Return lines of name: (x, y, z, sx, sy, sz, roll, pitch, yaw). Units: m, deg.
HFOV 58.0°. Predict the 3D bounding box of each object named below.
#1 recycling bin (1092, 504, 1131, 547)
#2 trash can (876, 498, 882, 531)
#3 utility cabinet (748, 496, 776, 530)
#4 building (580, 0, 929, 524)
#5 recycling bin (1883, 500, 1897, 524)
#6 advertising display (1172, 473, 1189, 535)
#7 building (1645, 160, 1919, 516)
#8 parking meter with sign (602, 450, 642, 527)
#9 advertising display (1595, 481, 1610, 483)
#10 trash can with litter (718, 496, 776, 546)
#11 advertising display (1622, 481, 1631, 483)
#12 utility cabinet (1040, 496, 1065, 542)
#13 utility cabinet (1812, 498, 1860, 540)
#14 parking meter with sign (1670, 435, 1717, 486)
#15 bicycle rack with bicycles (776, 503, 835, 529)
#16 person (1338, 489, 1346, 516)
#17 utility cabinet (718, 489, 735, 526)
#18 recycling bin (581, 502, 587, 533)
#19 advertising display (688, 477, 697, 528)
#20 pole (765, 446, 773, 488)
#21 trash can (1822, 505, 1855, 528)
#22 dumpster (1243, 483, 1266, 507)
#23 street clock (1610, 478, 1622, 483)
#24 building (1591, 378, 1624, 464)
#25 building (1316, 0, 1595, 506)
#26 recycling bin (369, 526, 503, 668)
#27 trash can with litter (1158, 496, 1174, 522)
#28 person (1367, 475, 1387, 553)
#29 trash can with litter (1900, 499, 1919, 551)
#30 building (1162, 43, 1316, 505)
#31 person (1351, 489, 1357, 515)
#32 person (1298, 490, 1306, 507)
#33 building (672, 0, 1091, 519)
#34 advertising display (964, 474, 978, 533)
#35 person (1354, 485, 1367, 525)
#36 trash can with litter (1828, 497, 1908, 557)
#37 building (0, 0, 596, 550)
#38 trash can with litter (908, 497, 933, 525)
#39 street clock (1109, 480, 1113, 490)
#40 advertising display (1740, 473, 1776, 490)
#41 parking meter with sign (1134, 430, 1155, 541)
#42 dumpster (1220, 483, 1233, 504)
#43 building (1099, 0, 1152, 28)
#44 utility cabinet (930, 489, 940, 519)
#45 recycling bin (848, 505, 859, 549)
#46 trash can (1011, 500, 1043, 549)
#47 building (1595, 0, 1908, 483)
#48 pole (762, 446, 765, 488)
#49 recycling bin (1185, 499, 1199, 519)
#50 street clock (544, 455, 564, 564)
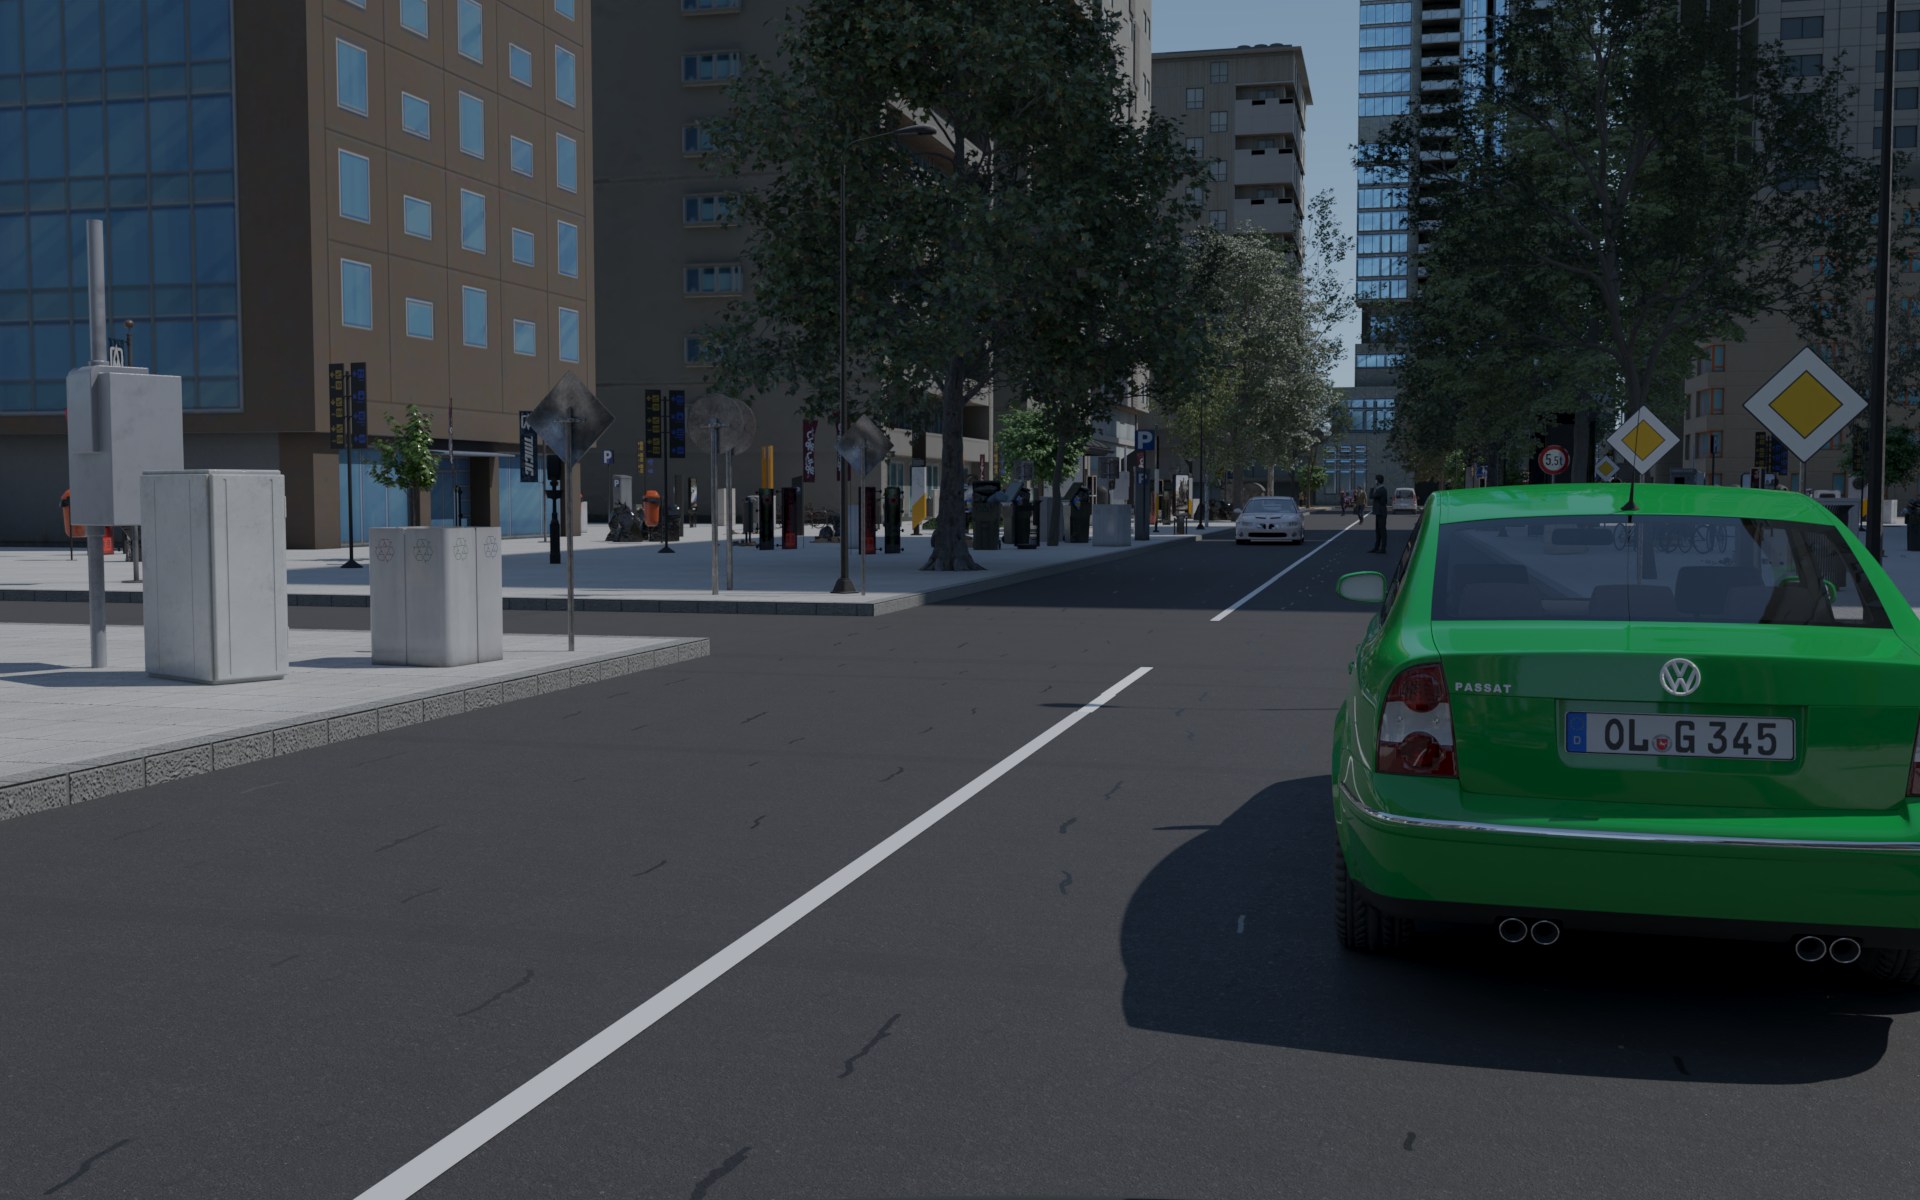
recycling bin: (3.732, -1.836, 42.568, 0.722, 1.027, 0.722, 3, 4, 38)
trash can: (-3.055, -2.932, 59.589, 0.748, 1.137, 0.748, 0, 3, 0)
utility cabinet: (-7.091, -3.102, 61.881, 1.020, 1.237, 0.306, 2, 4, 26)
building: (-11.105, -28.213, 84.988, 21.300, 48.544, 21.600, 1, 4, 14)
recycling bin: (40.031, -3.815, 74.929, 0.722, 1.027, 0.722, -3, 5, -43)
advertising display: (6.925, -3.006, 54.359, 0.123, 1.923, 0.974, 2, 4, 33)
building: (60.630, -16.304, 111.604, 27.650, 21.520, 28.899, 1, 4, 14)
parking meter with sign: (-13.420, -4.449, 68.999, 0.543, 3.016, 1.738, 2, 4, 32)
advertising display: (31.812, -4.950, 86.139, 0.974, 1.923, 0.123, 0, 4, 1)
trash can with litter: (-5.249, -1.966, 43.207, 1.678, 1.210, 2.233, -1, 4, -17)
advertising display: (33.857, -5.082, 88.297, 0.974, 1.923, 0.123, 0, 4, 1)
utility cabinet: (2.606, -2.187, 46.916, 0.306, 1.237, 1.020, 3, 5, 44)
utility cabinet: (14.227, -1.064, 28.558, 1.020, 1.237, 0.306, 1, 4, 13)
parking meter with sign: (21.589, -3.392, 51.715, 1.738, 3.016, 0.543, 2, 4, 33)
bicycle rack with bicycles: (-6.385, -3.429, 69.440, 2.925, 0.926, 2.852, 0, 4, -4)
person: (24.868, -6.354, 112.830, 0.568, 1.767, 0.683, -1, 4, -19)
utility cabinet: (-9.411, -3.729, 69.654, 0.318, 1.500, 1.173, 1, 4, 15)
recycling bin: (-12.779, -2.723, 57.076, 0.722, 1.027, 0.722, 2, 4, 24)
advertising display: (-10.201, -3.724, 66.102, 0.123, 1.923, 0.974, 0, 4, 5)
pole: (-7.999, -4.850, 73.138, 0.158, 3.312, 0.155, 0, 3, 0)
trash can: (11.436, -0.693, 22.984, 0.748, 1.137, 0.748, 0, 3, 0)
dumpster: (14.924, -5.061, 88.501, 1.264, 1.857, 1.865, 1, 4, 14)
street clock: (29.777, -4.529, 78.616, 0.471, 2.002, 0.358, 3, 4, 38)
building: (86.951, -53.494, 187.294, 31.000, 86.520, 22.319, 1, 4, 14)
building: (56.735, -53.918, 194.238, 31.000, 86.520, 22.319, 1, 4, 14)
recycling bin: (-3.984, -0.039, 13.195, 0.722, 1.027, 0.722, 1, 4, 21)
trash can with litter: (9.748, -4.231, 80.226, 1.678, 1.210, 2.233, 2, 4, 33)
person: (10.100, -2.081, 41.887, 0.474, 1.900, 0.648, 1, 4, 12)
trash can with litter: (21.748, -1.680, 38.863, 1.055, 1.170, 0.624, 0, 4, 4)
building: (29.330, -37.734, 206.191, 27.495, 52.752, 28.713, 1, 4, 14)
person: (27.369, -6.758, 119.507, 1.217, 1.766, 0.721, -3, 5, -41)
person: (34.362, -10.130, 174.214, 0.705, 1.812, 1.348, -2, 4, -28)
building: (-3.919, -29.785, 110.683, 21.300, 48.544, 21.600, 1, 4, 14)
advertising display: (0.108, -3.131, 56.399, 0.974, 1.923, 0.123, -1, 4, -9)
person: (18.763, -4.450, 81.164, 0.656, 1.842, 0.836, 1, 4, 21)
trash can with litter: (18.335, -1.514, 35.806, 1.678, 1.210, 2.233, -3, 5, -42)
building: (-19.536, -24.245, 46.510, 14.600, 45.320, 14.200, 1, 4, 14)
trash can with litter: (-1.011, -3.756, 72.461, 2.233, 1.210, 1.678, 0, 4, 4)
street clock: (7.669, -5.120, 88.274, 0.358, 2.002, 0.471, 2, 4, 26)
advertising display: (24.042, -2.875, 52.217, 0.974, 1.923, 0.123, 1, 4, 11)
parking meter with sign: (5.072, -3.169, 48.066, 0.543, 3.016, 1.738, 0, 4, 3)
dumpster: (14.795, -5.399, 94.027, 1.264, 1.857, 1.865, 1, 4, 14)
building: (1.404, -34.117, 147.046, 27.495, 52.752, 28.713, 1, 4, 14)
utility cabinet: (-0.886, -4.398, 80.586, 0.318, 1.500, 1.173, 3, 5, 41)
recycling bin: (-2.405, -1.728, 40.811, 0.722, 1.027, 0.722, 0, 4, 5)
trash can: (1.564, -1.756, 40.369, 0.748, 1.137, 0.748, 0, 3, 0)
building: (62.373, -42.644, 135.473, 20.563, 71.187, 20.611, 1, 4, 14)
pole: (-8.360, -4.900, 73.956, 0.158, 3.312, 0.155, 0, 3, 0)
recycling bin: (12.052, -4.760, 90.384, 0.722, 1.027, 0.722, 3, 5, 41)
street clock: (-7.454, -1.668, 31.840, 0.358, 2.002, 0.471, -1, 4, -9)
